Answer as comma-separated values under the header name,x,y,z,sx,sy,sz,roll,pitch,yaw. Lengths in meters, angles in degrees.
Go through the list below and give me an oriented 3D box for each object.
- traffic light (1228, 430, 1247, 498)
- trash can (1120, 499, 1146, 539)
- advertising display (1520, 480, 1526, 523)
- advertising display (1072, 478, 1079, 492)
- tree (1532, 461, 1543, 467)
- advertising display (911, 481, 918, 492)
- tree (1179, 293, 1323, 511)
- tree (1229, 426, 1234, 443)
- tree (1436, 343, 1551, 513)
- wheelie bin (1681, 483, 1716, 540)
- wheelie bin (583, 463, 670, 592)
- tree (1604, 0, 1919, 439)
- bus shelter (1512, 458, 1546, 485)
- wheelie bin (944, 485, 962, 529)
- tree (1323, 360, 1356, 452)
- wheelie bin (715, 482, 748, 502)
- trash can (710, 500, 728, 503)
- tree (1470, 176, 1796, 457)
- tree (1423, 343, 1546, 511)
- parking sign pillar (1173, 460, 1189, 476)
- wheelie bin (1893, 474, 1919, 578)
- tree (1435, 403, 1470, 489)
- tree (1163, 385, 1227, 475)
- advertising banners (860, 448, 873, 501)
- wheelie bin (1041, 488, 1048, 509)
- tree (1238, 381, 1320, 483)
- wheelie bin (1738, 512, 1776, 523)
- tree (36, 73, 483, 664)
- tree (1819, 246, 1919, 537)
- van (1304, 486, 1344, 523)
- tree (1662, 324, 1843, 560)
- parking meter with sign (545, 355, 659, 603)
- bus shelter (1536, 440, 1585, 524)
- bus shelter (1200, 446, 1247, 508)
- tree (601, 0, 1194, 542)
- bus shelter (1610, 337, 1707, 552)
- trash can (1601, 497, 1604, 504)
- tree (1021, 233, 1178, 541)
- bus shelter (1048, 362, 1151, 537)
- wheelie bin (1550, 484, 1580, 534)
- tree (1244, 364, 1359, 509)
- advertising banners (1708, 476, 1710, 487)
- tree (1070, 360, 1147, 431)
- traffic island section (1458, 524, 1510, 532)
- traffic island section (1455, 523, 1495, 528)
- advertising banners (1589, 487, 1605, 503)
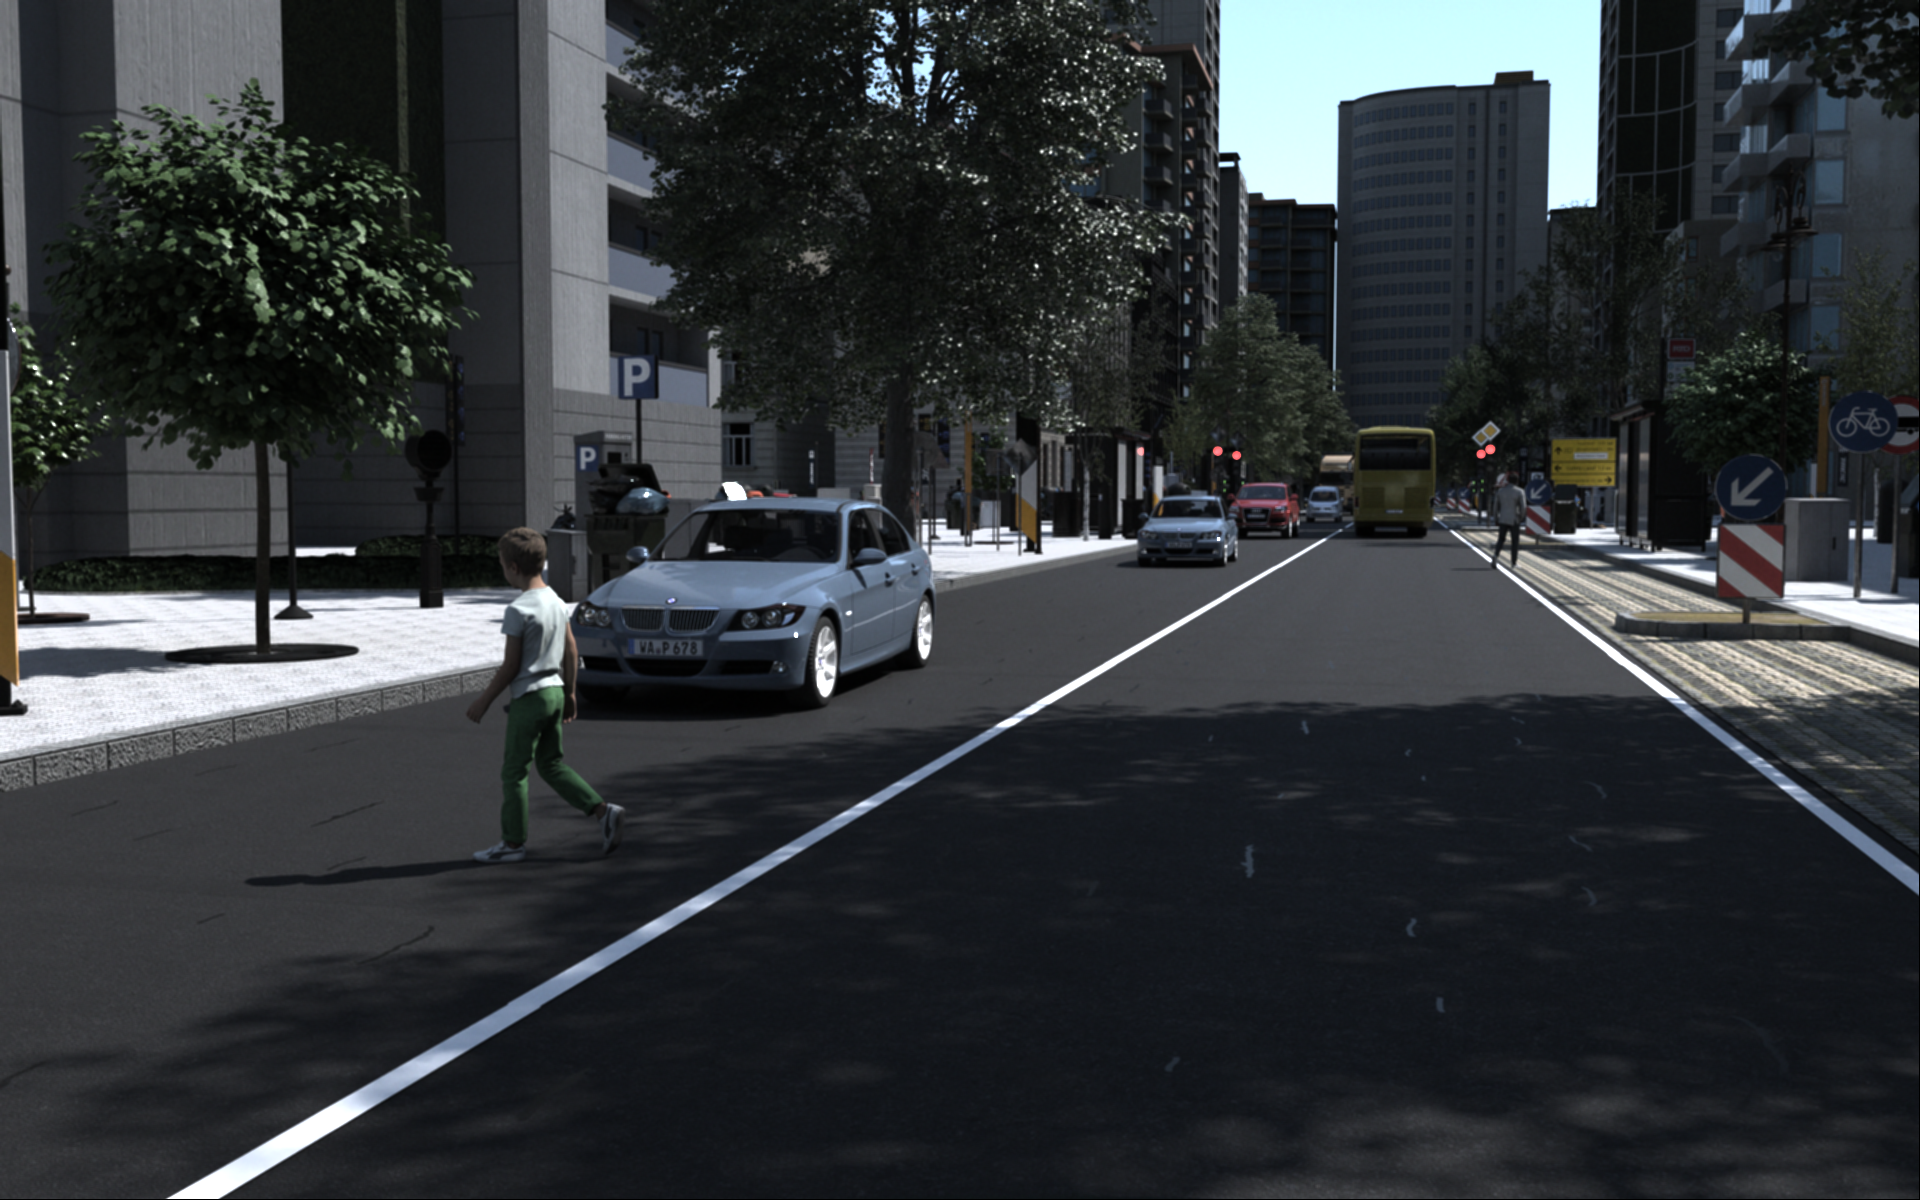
name,x,y,z,sx,sy,sz,roll,pitch,yaw
traffic light,12.244,-5.353,76.435,0.839,4.253,0.868,1,4,14
trash can,4.914,-2.299,49.244,0.748,1.137,0.748,0,3,0
advertising display,25.043,-4.394,77.056,0.123,1.923,0.974,1,4,23
advertising display,4.897,-3.992,70.484,0.123,1.923,0.974,3,5,40
tree,47.593,-9.548,139.820,4.285,4.588,4.351,0,3,0
advertising display,-2.437,-4.838,84.309,0.974,1.923,0.123,-1,4,-21
tree,16.199,-11.024,98.369,7.486,12.596,7.792,0,3,0
tree,18.962,-11.257,134.415,4.737,8.622,4.395,0,3,0
tree,35.642,-11.618,115.705,9.928,11.665,9.643,0,3,0
wheelie bin,20.457,-2.446,47.895,0.980,1.594,0.693,-2,4,-31
wheelie bin,-3.426,-0.609,17.871,0.980,1.594,0.693,1,4,22
tree,9.025,-6.309,9.800,9.857,13.997,8.962,0,3,0
bus shelter,32.659,-6.410,98.728,2.014,3.302,5.546,1,4,14
wheelie bin,-0.144,-3.373,63.061,0.693,1.594,0.980,-3,5,-40
tree,25.850,-12.992,130.546,7.486,12.596,7.792,0,3,0
wheelie bin,-6.239,-2.397,47.102,0.980,1.594,0.693,-3,5,-42
trash can,-5.848,-1.927,43.153,0.748,1.137,0.748,0,3,0
tree,19.542,-7.075,50.090,8.767,10.594,7.601,1,4,18
tree,40.002,-13.143,131.891,9.611,12.733,9.660,0,3,0
parking sign pillar,15.175,-8.058,120.220,1.447,3.967,1.447,1,4,21
wheelie bin,14.782,-1.142,26.586,0.693,1.594,0.980,0,4,7
tree,28.810,-9.369,87.599,7.601,10.594,8.767,-2,4,-31
tree,14.852,-10.051,114.697,4.737,8.622,4.395,0,3,0
advertising banners,-3.485,-4.212,65.059,0.090,3.025,2.074,1,4,11
wheelie bin,3.912,-4.714,84.988,0.693,1.594,0.980,-2,4,-23
tree,20.075,-9.713,109.163,4.737,8.622,4.395,0,3,0
wheelie bin,17.072,-1.789,37.161,0.980,1.594,0.693,-3,5,-42
tree,-5.509,-1.827,13.587,4.285,4.588,4.351,0,3,0
tree,27.191,-6.155,50.999,4.737,8.622,4.395,0,3,0
van,18.624,-4.980,88.438,2.013,2.044,4.112,1,4,15
tree,15.391,-3.052,33.608,4.285,4.588,4.351,0,3,0
parking meter with sign,-4.366,-1.519,21.097,0.543,3.016,1.738,1,4,23
bus shelter,26.890,-5.277,77.555,1.731,3.624,6.357,1,4,14
bus shelter,13.294,-5.860,87.097,1.731,3.624,6.357,1,4,14
tree,-0.974,-7.410,27.812,9.857,13.997,8.962,0,3,0
bus shelter,17.188,-3.955,42.288,2.179,5.291,8.768,1,4,14
trash can,34.131,-4.964,92.813,0.748,1.137,0.748,0,3,0
tree,3.694,-5.919,47.143,4.360,8.622,3.978,0,3,0
bus shelter,4.383,-4.743,55.187,2.179,5.291,8.768,1,4,14
wheelie bin,19.462,-2.922,55.688,0.980,1.594,0.693,2,4,32
tree,29.174,-14.147,148.310,9.611,12.733,9.660,0,3,0
advertising banners,60.008,-8.649,137.606,2.074,3.025,0.090,0,4,-3
tree,7.977,-8.901,95.890,4.737,8.622,4.395,0,3,0
traffic island section,20.248,-2.691,66.284,2.009,0.180,2.903,1,4,14
traffic island section,22.227,-3.165,74.021,2.009,0.180,2.903,1,4,14
advertising banners,37.940,-6.423,101.210,2.074,3.025,0.090,2,4,26
